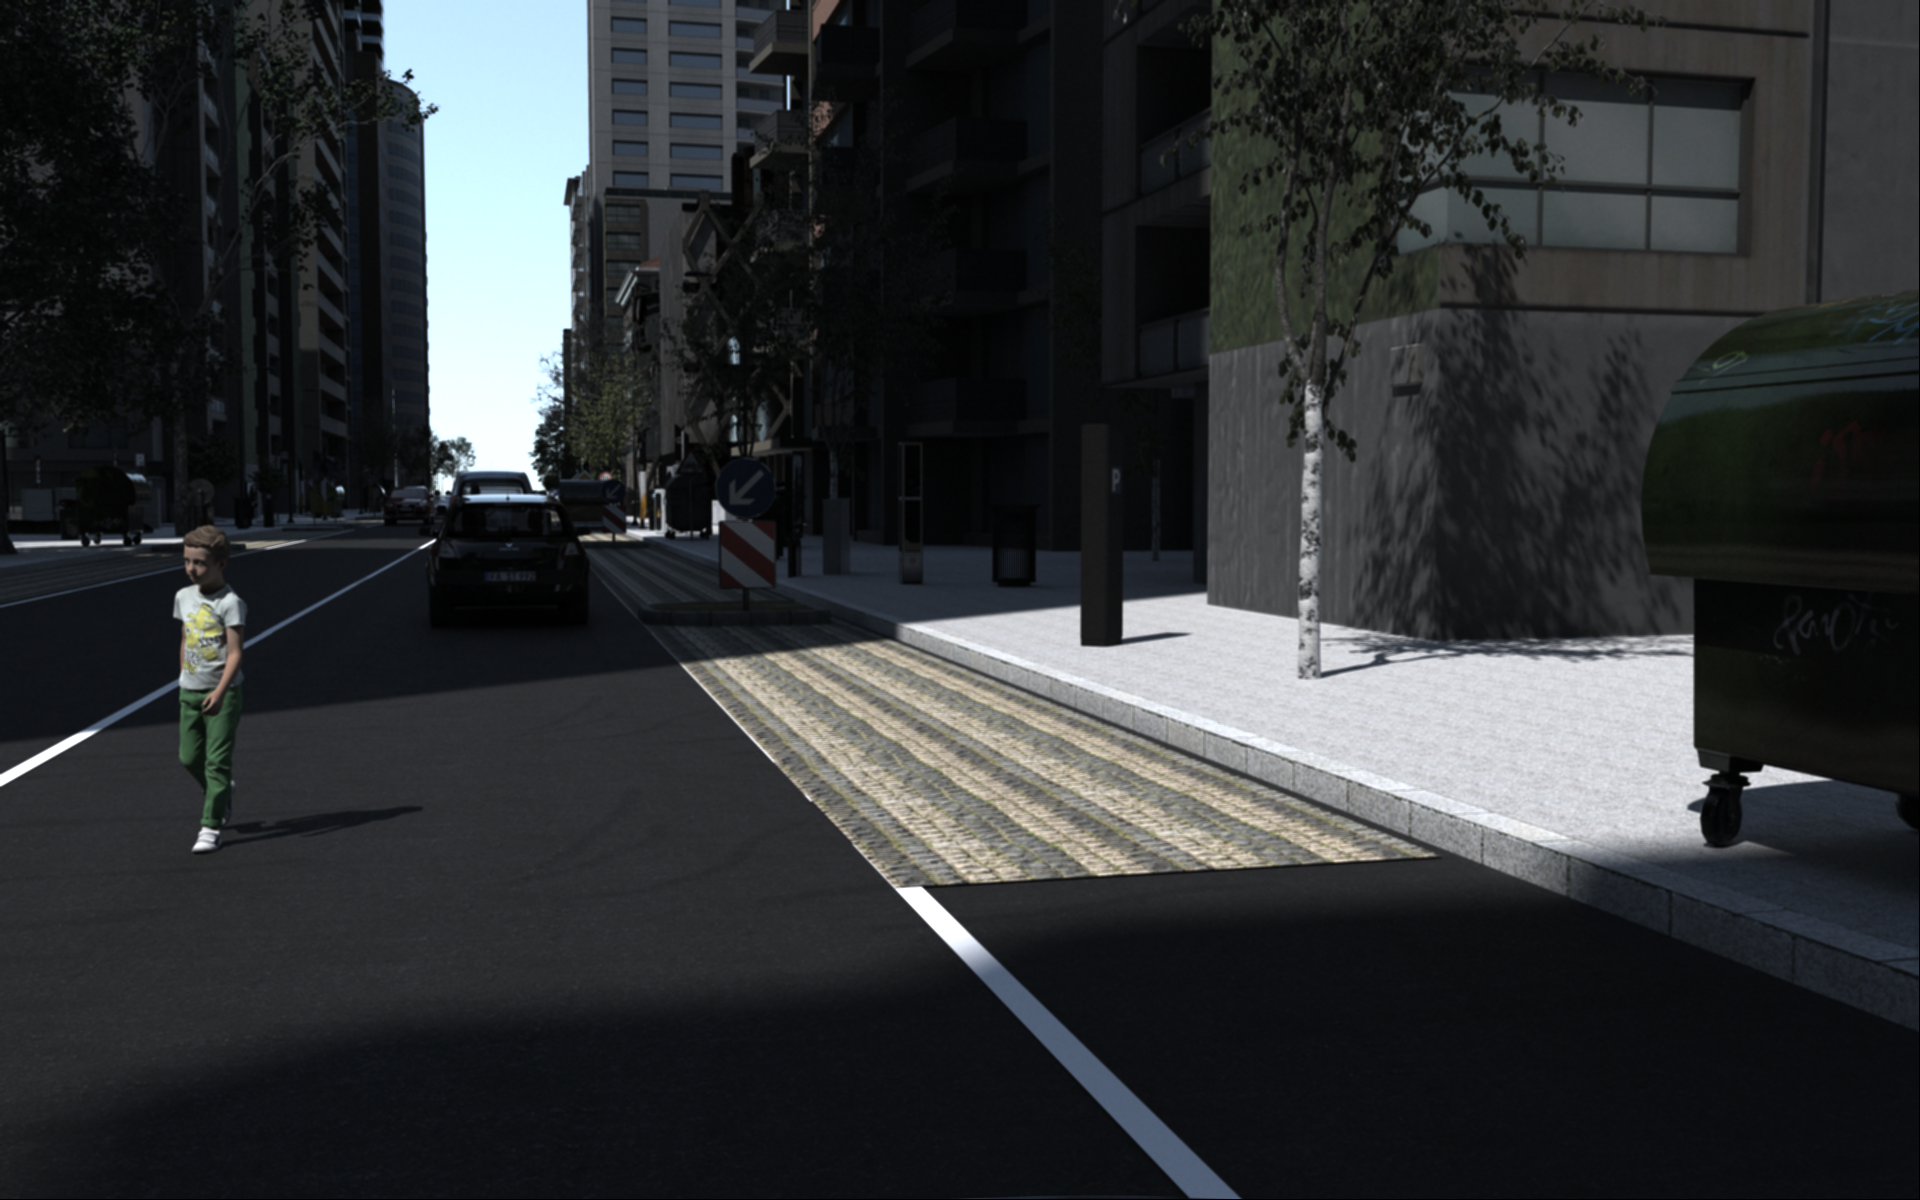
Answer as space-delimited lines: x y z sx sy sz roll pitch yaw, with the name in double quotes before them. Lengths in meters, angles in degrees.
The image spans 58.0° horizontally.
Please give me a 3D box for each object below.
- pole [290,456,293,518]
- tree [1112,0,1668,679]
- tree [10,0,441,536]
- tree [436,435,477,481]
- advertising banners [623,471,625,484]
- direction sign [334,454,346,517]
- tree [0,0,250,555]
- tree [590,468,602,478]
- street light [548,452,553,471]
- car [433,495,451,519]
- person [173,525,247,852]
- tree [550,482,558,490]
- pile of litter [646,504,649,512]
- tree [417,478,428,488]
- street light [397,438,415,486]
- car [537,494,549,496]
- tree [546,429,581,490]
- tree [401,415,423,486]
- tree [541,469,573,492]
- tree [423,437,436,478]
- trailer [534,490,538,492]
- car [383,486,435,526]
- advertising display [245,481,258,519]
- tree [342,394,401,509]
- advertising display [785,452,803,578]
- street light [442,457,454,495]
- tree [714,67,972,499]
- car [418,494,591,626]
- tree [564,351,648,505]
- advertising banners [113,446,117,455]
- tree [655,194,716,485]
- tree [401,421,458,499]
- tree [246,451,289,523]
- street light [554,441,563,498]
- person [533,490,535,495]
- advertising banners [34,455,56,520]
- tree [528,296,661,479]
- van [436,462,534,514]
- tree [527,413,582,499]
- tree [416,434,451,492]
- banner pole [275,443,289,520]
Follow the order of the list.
"pole" -36.143 -6.093 93.458 0.158 3.312 0.155 0 3 0
"tree" 2.669 -3.761 11.859 4.360 8.622 3.978 0 3 0
"tree" -22.527 -11.960 51.435 12.611 20.169 13.585 0 3 0
"tree" -88.087 -23.046 302.561 9.928 11.665 9.643 0 3 0
"advertising banners" -25.336 -8.163 129.657 0.090 3.025 2.074 0 4 3
"direction sign" -35.252 -6.521 98.614 0.876 3.537 0.379 2 4 27
"tree" -20.638 -7.323 36.732 9.611 12.733 9.660 0 3 0
"tree" -27.314 -8.251 129.511 1.663 3.219 1.824 0 3 0
"street light" -44.502 -13.385 191.382 1.470 5.913 1.316 -1 4 -14
"car" -29.301 -5.291 98.865 2.083 1.381 4.827 -1 4 -15
"person" -3.075 0.344 7.131 0.306 1.304 0.590 0 4 -8
"tree" -56.438 -15.087 241.272 1.663 3.219 1.824 0 3 0
"pile of litter" -17.507 -5.058 96.665 1.176 0.858 1.719 -3 5 -41
"tree" -58.035 -11.786 187.309 1.663 3.219 1.824 0 3 0
"street light" -47.505 -10.791 148.966 1.470 5.913 1.316 -1 4 -14
"car" -47.132 -11.416 195.452 1.959 1.807 4.718 -1 4 -14
"tree" -42.710 -14.439 186.440 4.360 8.622 3.978 0 3 0
"tree" -45.986 -11.443 137.461 4.360 8.622 3.978 0 3 0
"tree" -46.069 -13.490 204.271 4.285 4.588 4.351 0 3 0
"tree" -50.115 -12.680 157.675 4.360 8.622 3.978 0 3 0
"trailer" -67.952 -16.499 276.814 1.471 1.999 3.904 -1 4 -12
"car" -25.638 -4.406 80.703 2.281 1.827 5.304 -1 4 -14
"advertising display" -36.370 -5.118 88.894 0.123 1.923 0.974 1 4 8
"tree" -44.903 -11.099 131.827 4.360 8.622 3.978 0 3 0
"advertising display" -2.582 -1.332 26.994 0.123 1.923 0.974 0 4 4
"street light" -68.063 -15.719 229.539 1.470 5.913 1.316 -1 4 -14
"tree" -2.040 -4.932 30.997 4.360 8.622 3.978 0 3 0
"car" -5.311 -0.643 20.298 2.009 1.686 4.222 -1 4 -15
"tree" -17.738 -8.426 88.129 4.737 8.622 4.395 0 3 0
"advertising banners" -30.630 -4.054 62.471 0.090 3.025 2.074 -1 4 -13
"tree" -5.230 -5.582 41.620 4.360 8.622 3.978 0 3 0
"tree" -67.903 -17.598 222.142 7.601 10.594 8.767 2 4 27
"tree" -31.169 -5.097 77.945 1.663 3.219 1.824 0 3 0
"street light" -35.803 -11.279 156.949 1.470 5.913 1.316 -1 4 -14
"person" -45.249 -10.716 183.699 0.705 1.826 1.348 2 4 26
"advertising banners" -41.556 -5.060 78.918 0.090 3.025 2.074 0 4 3
"tree" -21.693 -12.068 107.674 12.009 13.543 11.850 0 3 0
"van" -8.697 -1.540 32.197 2.013 2.044 4.112 -1 4 -16
"tree" -54.049 -19.170 231.547 7.486 12.596 7.792 0 3 0
"tree" -64.437 -15.983 211.685 4.737 8.622 4.395 0 3 0
"banner pole" -33.211 -5.799 84.836 0.863 3.779 0.401 -2 4 -25
